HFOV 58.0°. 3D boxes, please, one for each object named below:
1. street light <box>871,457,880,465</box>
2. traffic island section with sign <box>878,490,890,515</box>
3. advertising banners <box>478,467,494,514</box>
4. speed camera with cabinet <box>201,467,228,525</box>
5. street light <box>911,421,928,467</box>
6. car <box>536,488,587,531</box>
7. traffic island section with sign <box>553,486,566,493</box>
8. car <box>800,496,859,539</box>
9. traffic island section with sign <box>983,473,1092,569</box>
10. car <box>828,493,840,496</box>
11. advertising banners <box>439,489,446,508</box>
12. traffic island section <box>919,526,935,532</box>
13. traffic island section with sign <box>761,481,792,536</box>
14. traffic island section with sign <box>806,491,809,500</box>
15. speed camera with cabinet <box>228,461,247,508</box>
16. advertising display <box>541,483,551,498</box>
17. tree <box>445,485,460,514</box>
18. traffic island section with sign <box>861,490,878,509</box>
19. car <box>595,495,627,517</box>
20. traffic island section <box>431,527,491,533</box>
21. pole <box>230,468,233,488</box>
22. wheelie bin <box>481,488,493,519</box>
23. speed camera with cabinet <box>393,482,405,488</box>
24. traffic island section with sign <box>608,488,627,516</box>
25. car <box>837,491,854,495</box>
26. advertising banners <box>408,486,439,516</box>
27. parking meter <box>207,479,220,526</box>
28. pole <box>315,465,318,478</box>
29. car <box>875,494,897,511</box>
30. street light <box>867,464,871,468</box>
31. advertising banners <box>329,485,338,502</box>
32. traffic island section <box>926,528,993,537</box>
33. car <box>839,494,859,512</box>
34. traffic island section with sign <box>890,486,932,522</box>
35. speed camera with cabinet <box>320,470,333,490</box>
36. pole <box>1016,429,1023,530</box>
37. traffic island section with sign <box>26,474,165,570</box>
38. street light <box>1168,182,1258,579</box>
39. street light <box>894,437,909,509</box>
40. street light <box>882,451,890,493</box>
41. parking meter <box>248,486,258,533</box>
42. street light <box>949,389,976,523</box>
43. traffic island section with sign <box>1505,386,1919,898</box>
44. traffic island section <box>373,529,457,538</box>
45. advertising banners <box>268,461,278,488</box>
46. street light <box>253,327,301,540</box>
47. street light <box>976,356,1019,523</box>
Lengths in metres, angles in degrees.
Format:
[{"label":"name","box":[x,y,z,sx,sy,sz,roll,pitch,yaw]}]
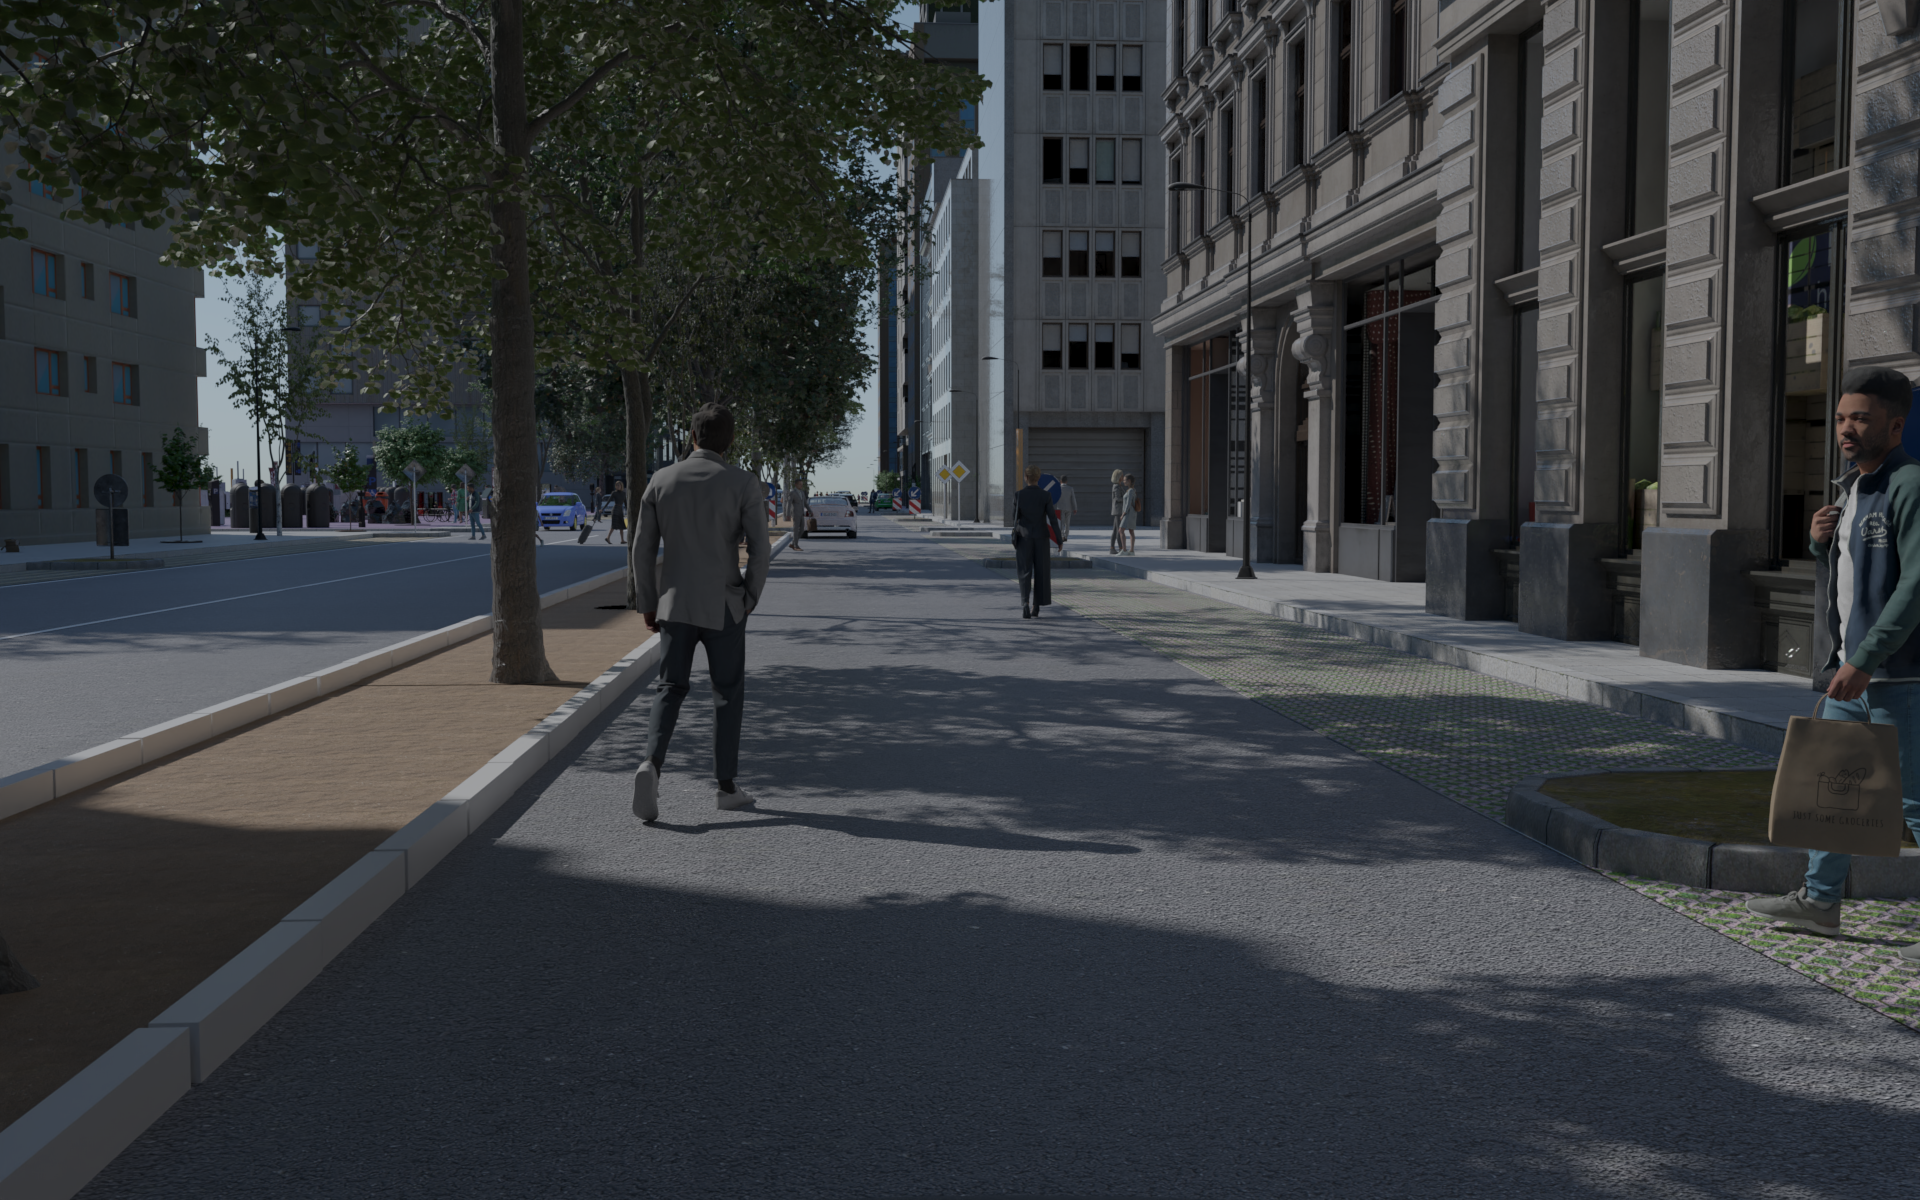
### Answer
[{"label":"street light","box":[-11.020,-16.045,234.872,1.470,5.913,1.316,0,4,-4]},{"label":"traffic island section with sign","box":[-4.379,-6.628,116.992,1.989,1.847,2.006,0,4,-4]},{"label":"advertising banners","box":[-30.602,-7.080,111.939,2.074,3.025,0.090,2,4,34]},{"label":"speed camera with cabinet","box":[-31.480,-4.715,71.433,2.038,3.252,0.660,-2,4,-27]},{"label":"street light","box":[-2.172,-8.383,109.600,1.470,5.913,1.316,0,4,-4]},{"label":"car","box":[-15.839,-3.599,68.432,1.945,1.707,3.694,0,4,-3]},{"label":"traffic island section with sign","box":[-20.417,-4.870,88.246,1.989,1.847,2.006,0,4,-4]},{"label":"car","box":[-4.374,-2.743,57.216,2.083,1.381,4.827,0,4,-5]},{"label":"traffic island section with sign","box":[1.468,-1.549,33.949,1.989,1.847,2.006,0,4,-4]},{"label":"car","box":[-11.509,-9.226,159.884,2.155,1.783,4.494,0,4,-3]},{"label":"advertising banners","box":[-38.916,-8.150,129.439,2.074,3.025,0.090,-3,5,-45]},{"label":"traffic island section","box":[-0.549,-2.752,67.282,2.009,0.180,2.903,0,4,-4]},{"label":"traffic island section with sign","box":[-6.850,-3.115,59.074,2.006,1.907,1.989,0,4,-4]},{"label":"traffic island section with sign","box":[-12.656,-8.152,141.416,2.006,1.907,1.989,0,4,-4]},{"label":"speed camera with cabinet","box":[-43.451,-6.635,102.814,2.038,3.252,0.660,-3,5,-45]},{"label":"advertising display","box":[-31.711,-7.765,132.177,0.123,1.923,0.974,2,4,27]},{"label":"tree","box":[-32.853,-7.190,112.161,1.663,3.219,1.824,0,3,0]},{"label":"traffic island section with sign","box":[-9.815,-11.331,193.892,1.989,1.847,2.006,0,4,-4]},{"label":"car","box":[-21.625,-5.890,108.300,2.014,1.417,4.499,0,4,-2]},{"label":"traffic island section","box":[-18.845,-2.674,66.002,2.009,0.180,2.903,0,4,-4]},{"label":"pole","box":[-57.213,-8.703,136.141,0.158,3.312,0.155,0,3,0]},{"label":"wheelie bin","box":[-24.389,-5.005,89.738,0.980,1.594,0.693,3,5,44]},{"label":"speed camera with cabinet","box":[-36.645,-7.133,110.963,2.038,3.252,0.660,-2,4,-29]},{"label":"traffic island section with sign","box":[-22.350,-6.540,115.550,1.989,1.847,2.006,0,4,-4]},{"label":"car","box":[-12.664,-11.017,188.805,2.281,1.827,5.304,0,4,-3]},{"label":"advertising banners","box":[-31.143,-6.354,100.069,2.074,3.025,0.090,1,4,21]},{"label":"parking meter","box":[-29.749,-3.874,69.053,0.255,1.863,0.399,2,4,35]},{"label":"pole","box":[-42.309,-7.345,113.927,0.158,3.312,0.155,0,3,0]},{"label":"car","box":[-6.254,-8.382,145.835,1.959,1.807,4.718,0,4,-5]},{"label":"street light","box":[-13.194,-18.062,267.858,1.470,5.913,1.316,0,4,-4]},{"label":"advertising banners","box":[-36.473,-6.321,99.533,2.074,3.025,0.090,-2,4,-24]},{"label":"traffic island section","box":[0.013,-2.265,59.317,2.009,0.180,2.903,0,4,-4]},{"label":"car","box":[-8.915,-7.719,135.984,2.009,1.686,4.222,0,4,-5]},{"label":"traffic island section with sign","box":[-2.492,-4.983,90.103,1.989,1.847,2.006,0,4,-4]},{"label":"speed camera with cabinet","box":[-42.792,-7.432,115.849,2.038,3.252,0.660,2,4,35]},{"label":"pole","box":[1.859,-3.691,54.195,0.158,3.312,0.155,0,3,0]},{"label":"traffic island section with sign","box":[-16.560,-1.515,33.396,1.989,1.847,2.006,0,4,-4]},{"label":"street light","box":[3.794,-3.270,26.008,1.470,5.913,1.316,0,4,-4]},{"label":"street light","box":[-4.468,-10.376,142.182,1.470,5.913,1.316,0,4,-4]},{"label":"street light","box":[-7.478,-13.036,185.677,1.470,5.913,1.316,0,4,-4]},{"label":"parking meter","box":[-23.149,-2.964,56.877,0.372,1.533,0.369,0,3,0]},{"label":"street light","box":[0.209,-6.390,77.024,1.470,5.913,1.316,0,4,-4]},{"label":"traffic island section with sign","box":[3.373,0.096,7.061,1.989,1.847,2.006,0,4,-4]},{"label":"traffic island section","box":[-18.284,-2.187,58.037,2.009,0.180,2.903,0,4,-4]},{"label":"advertising banners","box":[-35.597,-5.818,91.314,2.074,3.025,0.090,2,4,32]},{"label":"street light","box":[-19.001,-4.630,48.240,1.470,5.913,1.316,0,4,-4]},{"label":"street light","box":[1.429,-5.263,58.585,1.470,5.913,1.316,0,4,-4]}]
